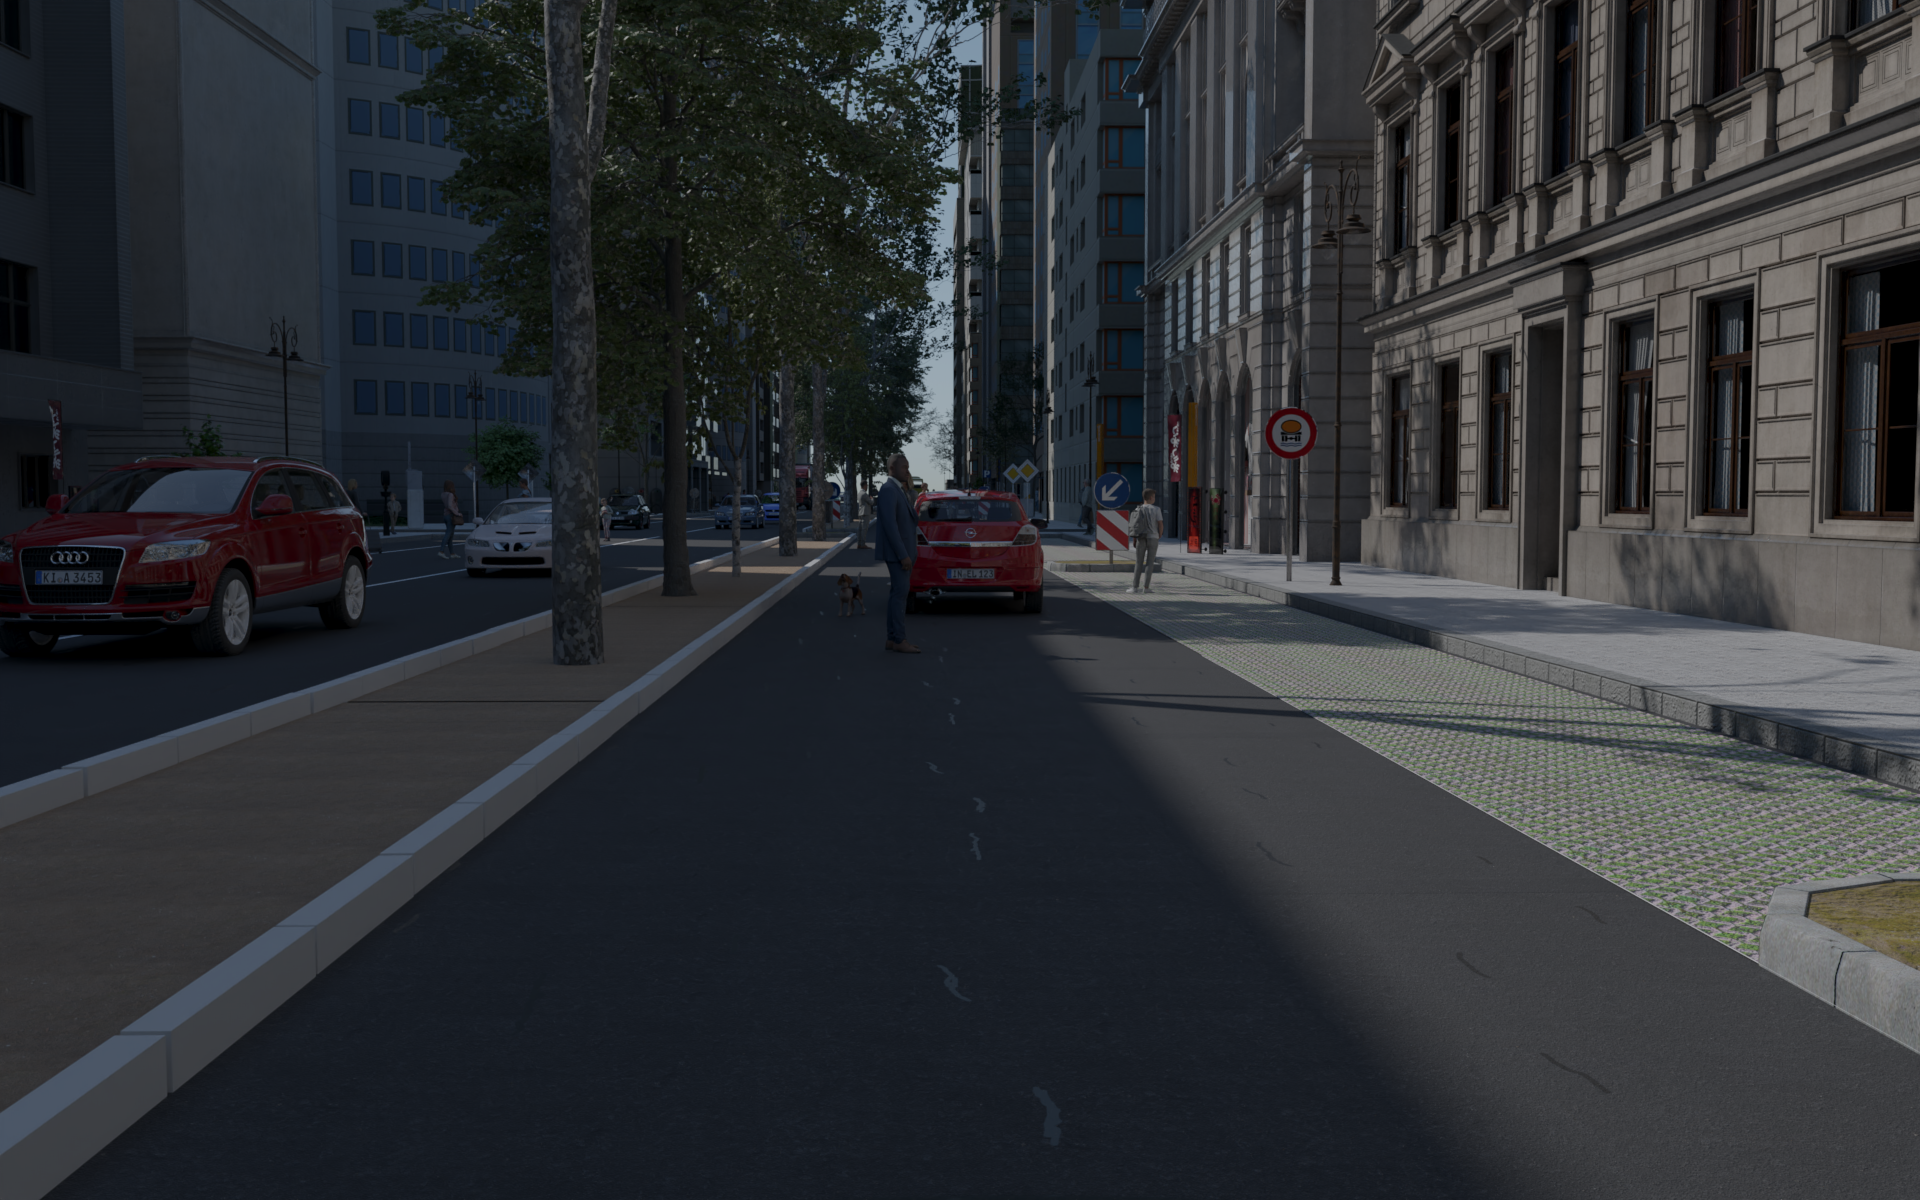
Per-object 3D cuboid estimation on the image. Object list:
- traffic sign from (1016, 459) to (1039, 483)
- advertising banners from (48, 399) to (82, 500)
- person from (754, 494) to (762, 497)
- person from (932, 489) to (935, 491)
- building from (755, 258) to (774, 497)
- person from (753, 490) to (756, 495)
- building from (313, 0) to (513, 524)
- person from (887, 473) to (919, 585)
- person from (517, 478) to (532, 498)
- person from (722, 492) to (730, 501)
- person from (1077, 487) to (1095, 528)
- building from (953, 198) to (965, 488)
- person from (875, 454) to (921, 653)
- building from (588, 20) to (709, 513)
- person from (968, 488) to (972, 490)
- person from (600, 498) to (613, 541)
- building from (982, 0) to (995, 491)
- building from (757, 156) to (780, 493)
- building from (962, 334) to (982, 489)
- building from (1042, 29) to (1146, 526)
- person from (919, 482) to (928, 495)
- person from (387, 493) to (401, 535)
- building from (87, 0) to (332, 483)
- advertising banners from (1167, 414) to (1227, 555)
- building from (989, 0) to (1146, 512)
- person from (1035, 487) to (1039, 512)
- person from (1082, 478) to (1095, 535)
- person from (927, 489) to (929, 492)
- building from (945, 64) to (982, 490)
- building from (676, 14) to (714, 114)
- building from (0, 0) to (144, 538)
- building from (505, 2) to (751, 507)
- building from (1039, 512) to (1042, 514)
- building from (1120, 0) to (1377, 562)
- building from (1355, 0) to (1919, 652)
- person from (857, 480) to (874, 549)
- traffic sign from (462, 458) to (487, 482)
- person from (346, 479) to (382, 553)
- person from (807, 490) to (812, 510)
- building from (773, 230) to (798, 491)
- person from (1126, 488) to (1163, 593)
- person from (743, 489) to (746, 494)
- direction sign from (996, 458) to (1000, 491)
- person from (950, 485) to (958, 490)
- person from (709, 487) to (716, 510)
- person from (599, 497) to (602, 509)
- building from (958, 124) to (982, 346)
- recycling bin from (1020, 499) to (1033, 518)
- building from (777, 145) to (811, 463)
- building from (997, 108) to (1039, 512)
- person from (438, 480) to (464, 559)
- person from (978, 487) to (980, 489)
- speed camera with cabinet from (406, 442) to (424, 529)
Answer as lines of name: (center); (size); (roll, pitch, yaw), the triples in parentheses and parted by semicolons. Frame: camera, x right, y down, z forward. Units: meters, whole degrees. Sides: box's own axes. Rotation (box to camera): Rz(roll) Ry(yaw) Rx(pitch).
traffic sign: (2.241, -3.353, 57.009); (0.795, 2.593, 0.064); (0, 4, -2)
advertising banners: (-16.833, -2.249, 32.964); (0.090, 3.025, 2.074); (0, 4, -3)
person: (-22.024, -11.139, 188.693); (1.217, 1.766, 0.721); (2, 4, 31)
person: (-1.678, -6.269, 111.542); (0.519, 1.759, 0.362); (-2, 4, -30)
building: (-29.736, -26.522, 205.337); (14.160, 30.474, 14.107); (0, 4, -2)
person: (-21.747, -10.852, 184.263); (1.217, 1.735, 0.721); (-3, 5, -43)
building: (-31.566, -33.219, 85.137); (21.231, 58.520, 28.212); (0, 4, -2)
person: (-0.785, -1.134, 27.223); (0.709, 1.800, 0.728); (3, 5, 43)
person: (-10.382, -2.014, 41.517); (0.778, 1.811, 0.616); (1, 4, 8)
person: (-20.705, -8.800, 153.155); (0.697, 1.427, 0.421); (1, 4, 11)
person: (4.770, -3.640, 65.550); (0.713, 1.824, 0.794); (0, 4, 2)
building: (9.860, -39.405, 267.977); (21.300, 48.544, 21.600); (0, 4, -2)
person: (-0.572, -0.439, 15.858); (0.419, 1.800, 0.721); (0, 4, -2)
building: (-29.008, -41.916, 123.574); (20.563, 71.187, 20.611); (0, 4, -2)
person: (0.590, -5.235, 94.582); (0.515, 1.767, 0.782); (-2, 4, -25)
person: (-10.727, -2.431, 52.532); (0.425, 1.301, 0.394); (0, 4, 7)
building: (12.664, -38.467, 170.938); (21.231, 58.520, 28.212); (0, 4, -2)
building: (-36.327, -37.846, 238.384); (23.786, 49.044, 30.456); (0, 4, -2)
building: (14.451, -21.797, 201.421); (27.650, 21.520, 28.899); (0, 4, -2)
building: (19.257, -14.304, 78.906); (28.899, 21.520, 27.650); (0, 4, -2)
person: (-0.927, -2.394, 48.209); (0.524, 1.755, 0.480); (3, 4, 36)
person: (-17.987, -2.735, 55.039); (0.475, 1.303, 0.640); (-3, 5, -41)
building: (-29.880, -13.023, 49.080); (21.152, 22.565, 11.583); (0, 4, -2)
advertising banners: (5.078, -2.514, 37.300); (0.090, 3.025, 2.074); (-2, 4, -29)
building: (9.952, -30.580, 150.089); (14.600, 45.320, 14.200); (0, 4, -2)
person: (5.344, -6.990, 120.601); (0.793, 1.790, 0.793); (2, 4, 28)
person: (4.027, -2.909, 54.094); (0.515, 1.767, 0.782); (1, 4, 13)
person: (-2.582, -7.982, 138.847); (0.661, 1.843, 0.795); (-1, 4, -13)
building: (7.919, -51.997, 288.396); (20.563, 71.187, 20.611); (0, 4, -2)
building: (-33.696, -32.663, 153.651); (23.786, 49.044, 30.456); (0, 4, -2)
building: (-25.787, -12.626, 25.508); (14.314, 24.678, 30.058); (0, 4, -2)
building: (-33.465, -39.193, 182.811); (21.231, 58.520, 28.212); (0, 4, -2)
building: (12.091, -28.135, 110.118); (14.600, 45.320, 14.200); (0, 4, -2)
building: (12.080, -12.350, 43.716); (13.314, 21.916, 24.055); (0, 4, -2)
building: (12.274, -9.630, 22.071); (10.561, 19.102, 19.286); (0, 4, -2)
person: (-2.460, -2.251, 45.483); (0.466, 1.800, 0.511); (-3, 4, -37)
traffic sign: (-15.846, -3.323, 56.513); (0.795, 2.593, 0.064); (0, 4, -2)
person: (-14.626, -2.039, 42.057); (0.699, 1.804, 1.509); (-3, 4, -37)
person: (-12.923, -8.729, 151.301); (0.705, 1.814, 1.350); (-2, 4, -35)
building: (-32.036, -35.320, 261.079); (14.154, 41.232, 14.086); (0, 4, -2)
person: (2.655, -0.848, 24.968); (0.503, 1.515, 0.523); (-1, 4, -12)
person: (-18.563, -8.619, 149.355); (0.705, 1.831, 1.348); (-1, 4, -21)
direction sign: (2.433, -7.207, 109.837); (0.379, 3.537, 0.876); (-1, 4, -13)
person: (-0.286, -4.196, 77.075); (0.573, 1.828, 0.580); (2, 4, 26)
person: (-20.601, -8.384, 143.118); (0.705, 1.824, 1.348); (2, 4, 24)
person: (-23.275, -6.202, 111.690); (0.590, 1.304, 0.306); (2, 4, 34)
building: (14.455, -40.014, 243.469); (28.713, 52.752, 27.495); (0, 4, -2)
recycling bin: (3.646, -5.014, 94.525); (0.722, 1.027, 0.722); (0, 4, 2)
building: (-35.737, -45.285, 282.403); (21.231, 58.520, 28.212); (0, 4, -2)
building: (9.749, -22.111, 133.209); (14.160, 30.474, 14.107); (0, 4, -2)
person: (-11.371, -1.797, 38.472); (0.643, 1.750, 0.593); (-3, 5, -40)
person: (1.160, -5.426, 97.437); (0.699, 1.804, 1.509); (0, 4, 3)
speed camera with cabinet: (-20.378, -4.308, 64.776); (0.660, 3.252, 2.038); (-1, 4, -17)
